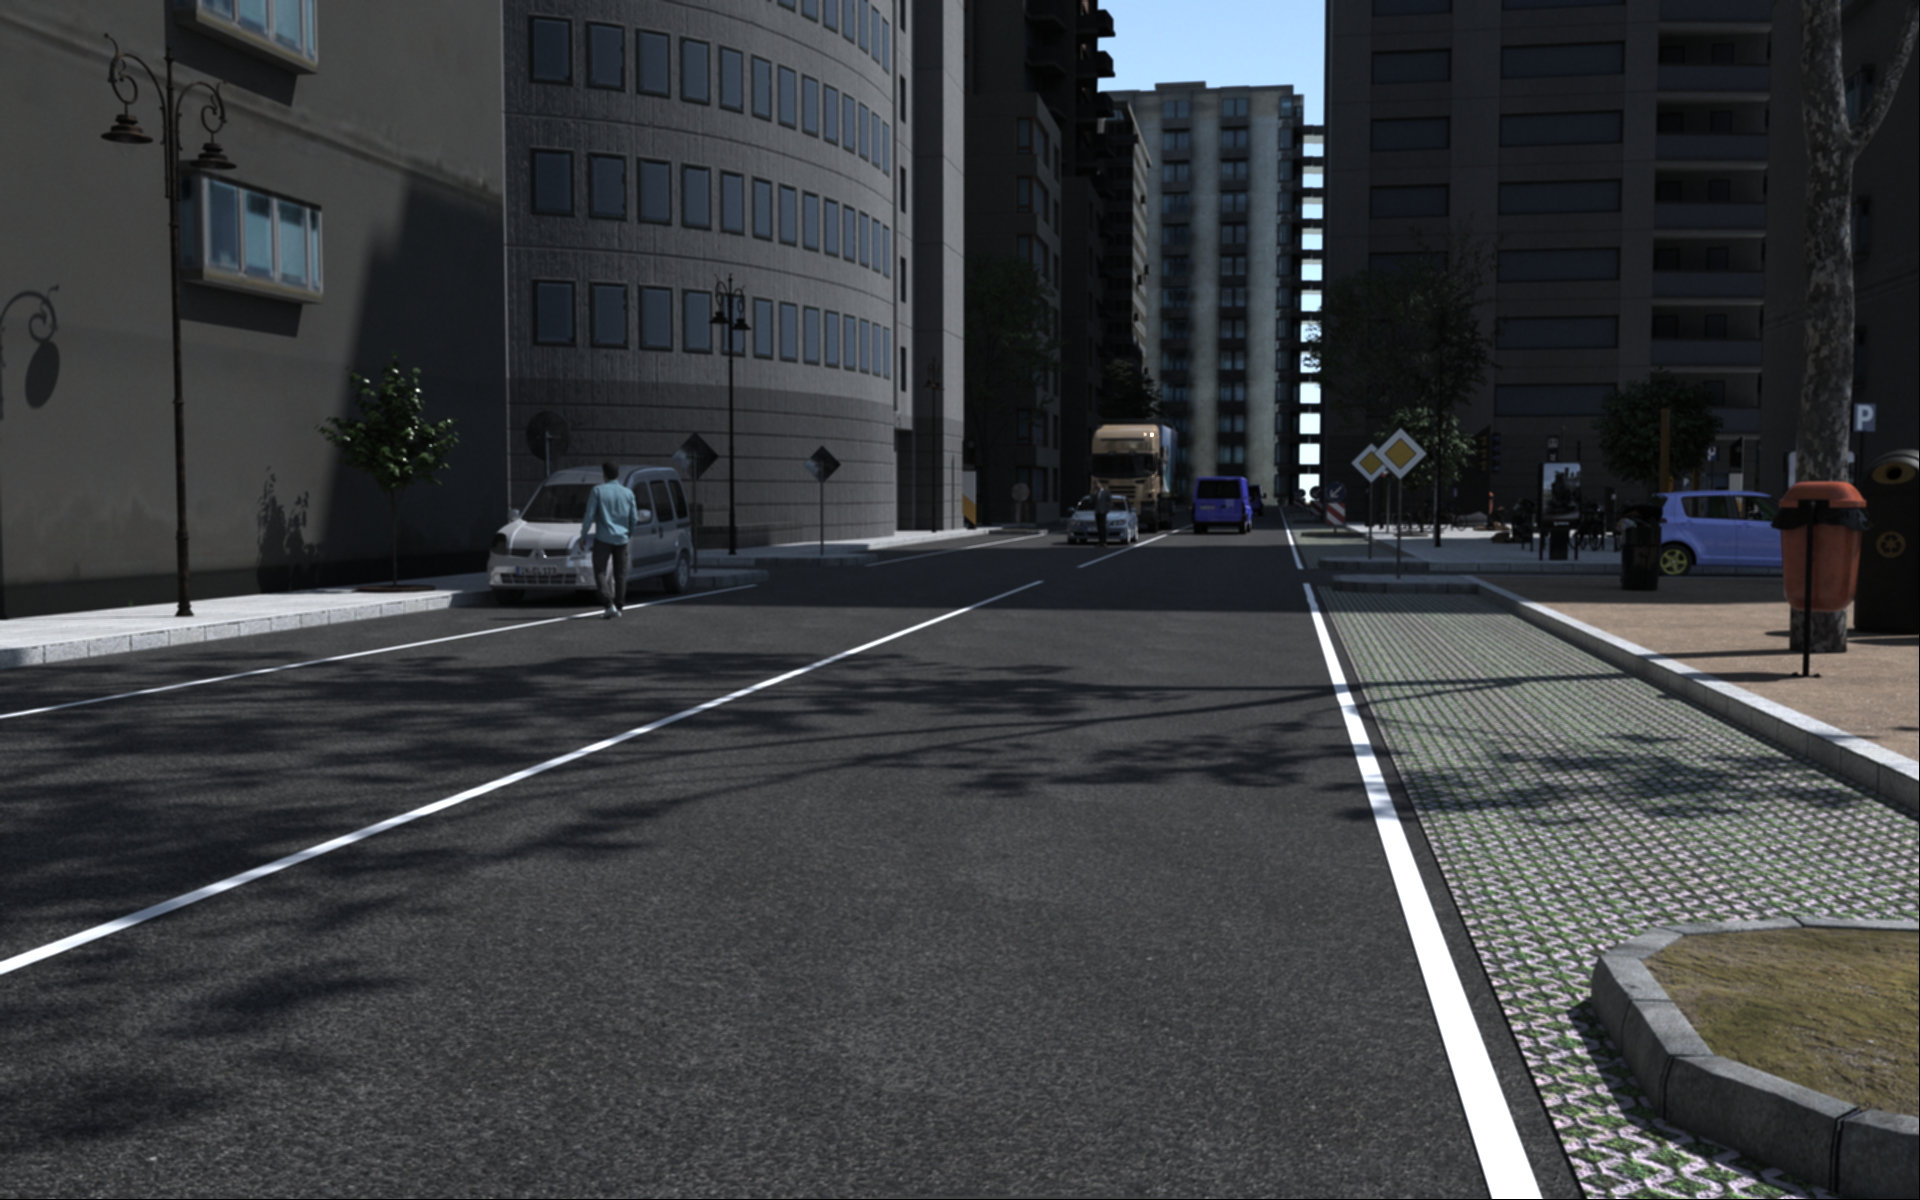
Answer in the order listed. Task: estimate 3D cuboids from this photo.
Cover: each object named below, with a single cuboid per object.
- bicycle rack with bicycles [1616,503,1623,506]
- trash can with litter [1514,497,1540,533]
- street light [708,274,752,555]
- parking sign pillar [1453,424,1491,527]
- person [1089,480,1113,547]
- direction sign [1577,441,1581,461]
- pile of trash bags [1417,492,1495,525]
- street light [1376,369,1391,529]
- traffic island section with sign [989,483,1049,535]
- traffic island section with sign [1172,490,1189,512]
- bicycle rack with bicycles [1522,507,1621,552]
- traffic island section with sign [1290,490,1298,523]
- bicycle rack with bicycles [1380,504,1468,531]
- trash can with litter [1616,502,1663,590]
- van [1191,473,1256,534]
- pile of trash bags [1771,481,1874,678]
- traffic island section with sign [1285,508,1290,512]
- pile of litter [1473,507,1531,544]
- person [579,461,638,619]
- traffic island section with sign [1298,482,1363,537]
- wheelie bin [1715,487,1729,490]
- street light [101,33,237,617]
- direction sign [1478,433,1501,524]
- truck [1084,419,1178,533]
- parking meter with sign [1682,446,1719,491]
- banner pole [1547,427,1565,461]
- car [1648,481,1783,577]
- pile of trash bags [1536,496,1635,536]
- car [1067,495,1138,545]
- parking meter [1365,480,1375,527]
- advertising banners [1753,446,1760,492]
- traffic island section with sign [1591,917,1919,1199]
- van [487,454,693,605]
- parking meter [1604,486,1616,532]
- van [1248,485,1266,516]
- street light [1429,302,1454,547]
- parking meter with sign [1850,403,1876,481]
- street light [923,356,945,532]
[{"bbox_3d":[28.000,-3.552,71.459,2.852,0.926,2.925,3,4,36],"label":"bicycle rack with bicycles"},{"bbox_3d":[18.799,-2.791,57.023,1.055,1.170,0.624,-2,4,-28],"label":"trash can with litter"},{"bbox_3d":[-4.818,-3.895,36.474,0.468,5.910,1.993,1,4,10],"label":"street light"},{"bbox_3d":[19.804,-4.806,67.050,1.447,3.967,1.447,0,4,-8],"label":"parking sign pillar"},{"bbox_3d":[3.816,-2.339,46.923,0.473,1.802,0.592,-3,5,-40],"label":"person"},{"bbox_3d":[26.476,-5.027,74.182,0.379,3.537,0.876,1,4,13],"label":"direction sign"},{"bbox_3d":[20.984,-3.878,73.153,1.912,1.369,3.447,-3,5,-42],"label":"pile of trash bags"},{"bbox_3d":[15.642,-5.581,64.040,0.468,5.910,1.993,1,4,10],"label":"street light"},{"bbox_3d":[2.151,-3.252,61.804,1.989,1.847,2.006,1,4,10],"label":"traffic island section with sign"},{"bbox_3d":[20.538,-9.429,162.784,1.989,1.847,2.006,1,4,10],"label":"traffic island section with sign"},{"bbox_3d":[13.918,-1.585,39.291,2.852,0.926,2.925,1,4,13],"label":"bicycle rack with bicycles"},{"bbox_3d":[17.351,-4.666,84.912,1.989,1.847,2.006,1,4,10],"label":"traffic island section with sign"},{"bbox_3d":[16.165,-2.933,61.335,2.852,0.926,2.925,-1,4,-19],"label":"bicycle rack with bicycles"},{"bbox_3d":[9.085,-0.731,23.347,0.624,1.170,1.055,1,4,12],"label":"trash can with litter"},{"bbox_3d":[9.648,-3.616,63.504,2.240,2.365,5.245,1,4,12],"label":"van"},{"bbox_3d":[7.155,-0.100,11.384,3.447,1.369,1.912,3,5,42],"label":"pile of trash bags"},{"bbox_3d":[26.376,-7.695,134.440,1.989,1.847,2.006,1,4,10],"label":"traffic island section with sign"},{"bbox_3d":[14.444,-1.930,45.520,1.719,0.858,1.176,-3,5,-42],"label":"pile of litter"},{"bbox_3d":[-4.047,-0.707,20.073,0.660,1.820,0.620,-3,4,-36],"label":"person"},{"bbox_3d":[12.493,-3.033,58.217,1.989,1.847,2.006,1,4,10],"label":"traffic island section with sign"},{"bbox_3d":[32.151,-3.977,72.925,0.980,1.594,0.693,0,4,-2],"label":"wheelie bin"},{"bbox_3d":[-8.148,-2.766,18.018,0.468,5.910,1.993,1,4,10],"label":"street light"},{"bbox_3d":[19.599,-4.415,64.178,0.876,3.537,0.379,3,5,45],"label":"direction sign"},{"bbox_3d":[6.780,-4.774,66.962,2.839,4.237,11.283,1,4,11],"label":"truck"},{"bbox_3d":[26.435,-4.049,62.469,1.738,3.016,0.543,-1,4,-17],"label":"parking meter with sign"},{"bbox_3d":[22.269,-4.567,64.695,0.401,3.779,0.863,-3,4,-38],"label":"banner pole"},{"bbox_3d":[13.400,-1.224,29.601,3.694,1.707,1.945,1,4,11],"label":"car"},{"bbox_3d":[19.931,-2.758,54.841,3.447,1.369,1.912,3,5,42],"label":"pile of trash bags"},{"bbox_3d":[4.179,-2.341,50.283,2.014,1.417,4.499,1,4,10],"label":"car"},{"bbox_3d":[16.079,-3.806,67.944,0.255,1.863,0.399,-1,4,-14],"label":"parking meter"},{"bbox_3d":[29.343,-4.058,62.541,2.074,3.025,0.090,-3,4,-37],"label":"advertising banners"},{"bbox_3d":[2.654,0.273,4.159,1.989,1.847,2.006,1,4,10],"label":"traffic island section with sign"},{"bbox_3d":[-4.994,-1.021,23.712,2.013,2.044,4.112,1,4,9],"label":"van"},{"bbox_3d":[21.778,-3.035,58.040,0.372,1.533,0.369,0,3,0],"label":"parking meter"},{"bbox_3d":[19.083,-6.738,114.552,2.240,2.365,5.245,1,4,11],"label":"van"},{"bbox_3d":[11.613,-4.227,41.906,0.468,5.910,1.993,1,4,10],"label":"street light"},{"bbox_3d":[17.086,-2.317,34.140,0.543,3.016,1.738,-1,4,-19],"label":"parking meter with sign"},{"bbox_3d":[-0.869,-5.205,57.893,0.468,5.910,1.993,1,4,10],"label":"street light"}]
